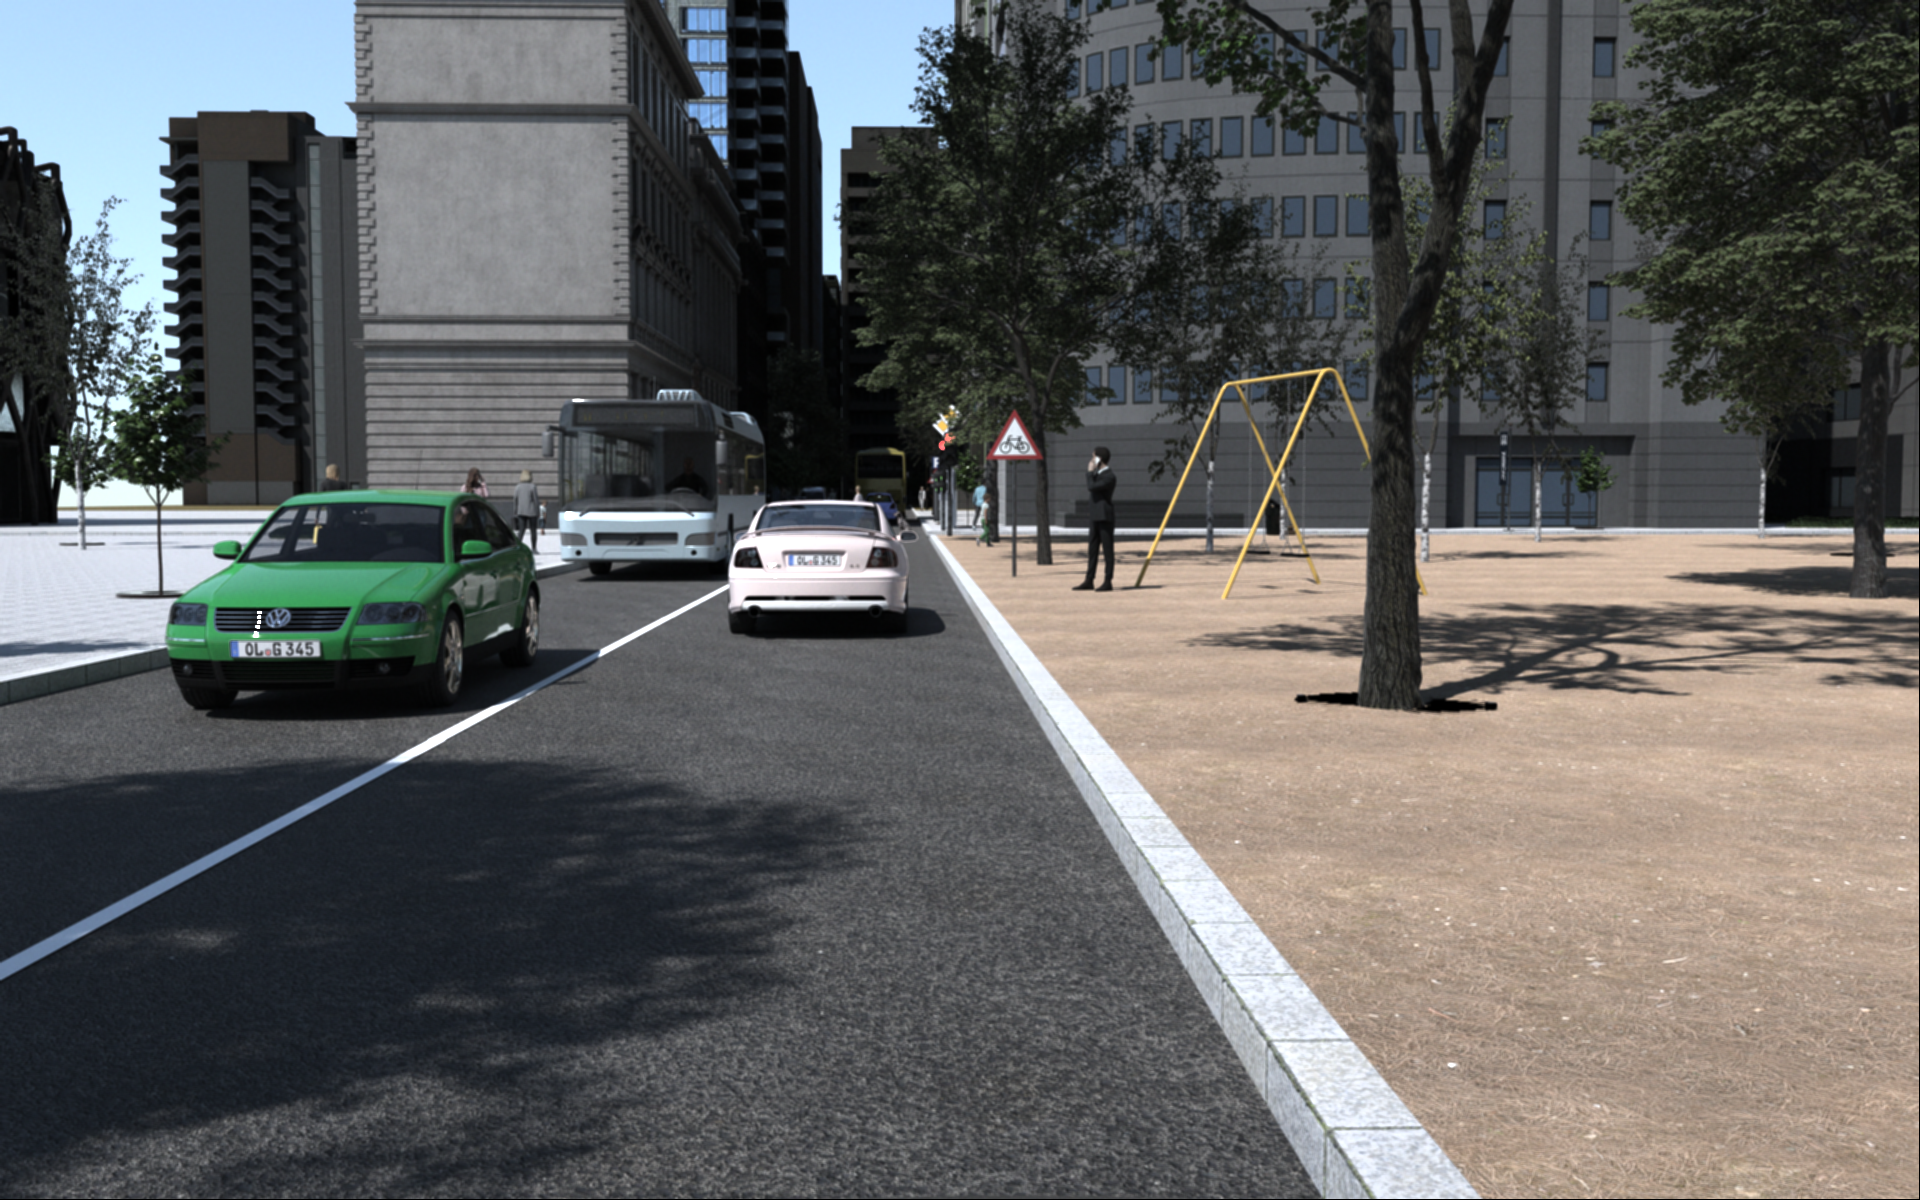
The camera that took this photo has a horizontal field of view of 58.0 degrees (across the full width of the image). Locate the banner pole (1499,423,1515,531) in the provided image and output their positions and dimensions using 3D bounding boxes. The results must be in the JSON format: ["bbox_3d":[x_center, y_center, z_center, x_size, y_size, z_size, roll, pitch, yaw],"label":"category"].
[{"bbox_3d":[19.217,-4.340,60.969,0.401,3.779,0.863,-1,4,-16],"label":"banner pole"}]

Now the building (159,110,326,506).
[{"bbox_3d":[-81.411,-33.573,199.034,14.200,45.320,14.600,0,4,-2],"label":"building"}]

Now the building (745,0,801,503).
[{"bbox_3d":[-24.744,-51.144,148.877,22.319,86.520,31.000,0,4,-2],"label":"building"}]

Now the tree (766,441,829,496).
[{"bbox_3d":[-10.742,-7.475,105.935,4.285,4.588,4.351,0,3,0],"label":"tree"}]

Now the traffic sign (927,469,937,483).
[{"bbox_3d":[-1.145,-5.144,84.109,0.884,2.594,0.081,0,4,2],"label":"traffic sign"}]

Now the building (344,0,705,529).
[{"bbox_3d":[-17.165,-14.861,71.849,11.050,23.489,19.941,0,4,-2],"label":"building"}]

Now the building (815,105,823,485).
[{"bbox_3d":[-22.471,-32.835,186.962,14.600,45.320,14.200,0,4,-2],"label":"building"}]

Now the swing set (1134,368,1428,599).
[{"bbox_3d":[4.211,-1.538,22.764,2.862,2.851,3.119,-1,4,-16],"label":"swing set"}]

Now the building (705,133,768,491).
[{"bbox_3d":[-19.546,-17.428,114.621,12.332,23.373,15.834,0,4,-2],"label":"building"}]

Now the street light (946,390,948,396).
[{"bbox_3d":[-0.578,-6.244,74.872,0.468,5.910,1.993,0,4,-2],"label":"street light"}]

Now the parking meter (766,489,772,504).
[{"bbox_3d":[-10.411,-5.244,94.157,0.372,1.533,0.369,0,3,0],"label":"parking meter"}]

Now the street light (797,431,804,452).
[{"bbox_3d":[-11.150,-9.102,121.603,0.468,5.910,1.993,0,4,-2],"label":"street light"}]

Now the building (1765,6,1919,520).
[{"bbox_3d":[48.134,-38.743,71.694,20.611,71.187,20.563,0,4,-2],"label":"building"}]

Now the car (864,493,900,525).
[{"bbox_3d":[-3.786,-4.405,81.618,1.945,1.707,3.694,0,4,-1],"label":"car"}]

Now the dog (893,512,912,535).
[{"bbox_3d":[-1.876,-2.660,60.324,0.800,0.831,0.513,3,5,41],"label":"dog"}]

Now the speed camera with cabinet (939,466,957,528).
[{"bbox_3d":[-0.462,-4.287,64.430,0.660,3.252,2.038,0,4,3],"label":"speed camera with cabinet"}]

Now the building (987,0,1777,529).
[{"bbox_3d":[15.678,-32.471,72.894,28.212,58.520,21.231,0,4,-2],"label":"building"}]

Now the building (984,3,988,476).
[{"bbox_3d":[8.256,-25.064,93.396,14.154,41.232,14.086,0,4,-2],"label":"building"}]

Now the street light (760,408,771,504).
[{"bbox_3d":[-10.251,-7.243,91.211,0.468,5.910,1.993,0,4,-2],"label":"street light"}]

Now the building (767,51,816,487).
[{"bbox_3d":[-22.429,-31.968,172.782,14.600,45.320,14.200,0,4,-2],"label":"building"}]

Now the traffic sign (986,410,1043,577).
[{"bbox_3d":[0.842,-1.638,26.782,0.884,2.594,0.081,0,3,0],"label":"traffic sign"}]

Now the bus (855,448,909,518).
[{"bbox_3d":[-4.100,-6.079,90.944,2.896,3.916,12.252,0,4,-2],"label":"bus"}]

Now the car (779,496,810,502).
[{"bbox_3d":[-7.326,-3.915,76.591,1.945,1.354,3.894,0,4,-1],"label":"car"}]

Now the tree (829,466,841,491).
[{"bbox_3d":[-11.206,-8.224,118.174,4.285,4.588,4.351,0,3,0],"label":"tree"}]

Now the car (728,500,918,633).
[{"bbox_3d":[-1.505,-0.419,19.214,2.083,1.381,4.827,0,4,-2],"label":"car"}]

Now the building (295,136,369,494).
[{"bbox_3d":[-67.317,-31.637,200.860,14.086,41.232,14.154,0,4,-2],"label":"building"}]

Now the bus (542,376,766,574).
[{"bbox_3d":[-5.516,-2.380,33.768,2.948,3.499,13.247,0,4,-3],"label":"bus"}]

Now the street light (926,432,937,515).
[{"bbox_3d":[-1.644,-8.104,105.290,0.468,5.910,1.993,0,4,-2],"label":"street light"}]

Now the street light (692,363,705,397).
[{"bbox_3d":[-9.305,-5.414,61.312,0.468,5.910,1.993,0,4,-2],"label":"street light"}]

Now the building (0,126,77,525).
[{"bbox_3d":[-45.966,-12.348,69.346,16.811,18.784,16.820,0,4,-2],"label":"building"}]

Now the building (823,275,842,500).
[{"bbox_3d":[-22.720,-27.923,228.245,14.107,30.474,14.160,0,4,-2],"label":"building"}]

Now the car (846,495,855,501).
[{"bbox_3d":[-10.154,-9.777,170.075,2.015,1.641,3.980,0,4,-4],"label":"car"}]

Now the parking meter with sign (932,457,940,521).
[{"bbox_3d":[-0.995,-5.233,81.828,0.543,3.016,1.738,0,4,2],"label":"parking meter with sign"}]

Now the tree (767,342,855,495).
[{"bbox_3d":[-12.445,-13.054,130.444,9.611,12.733,9.660,0,3,0],"label":"tree"}]

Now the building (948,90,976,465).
[{"bbox_3d":[10.064,-33.896,173.809,23.786,49.044,30.456,0,4,-2],"label":"building"}]

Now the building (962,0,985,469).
[{"bbox_3d":[13.964,-32.584,121.987,28.713,52.752,27.495,0,4,-2],"label":"building"}]

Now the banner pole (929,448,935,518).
[{"bbox_3d":[-1.507,-6.351,93.850,0.401,3.779,0.863,2,4,26],"label":"banner pole"}]

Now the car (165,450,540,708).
[{"bbox_3d":[-4.370,-0.259,13.023,1.959,1.807,4.718,0,4,-3],"label":"car"}]

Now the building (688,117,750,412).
[{"bbox_3d":[-19.155,-15.451,94.416,13.314,21.916,24.055,0,4,-2],"label":"building"}]

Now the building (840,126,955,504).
[{"bbox_3d":[-4.992,-37.189,231.740,21.600,48.544,21.300,0,4,-2],"label":"building"}]
